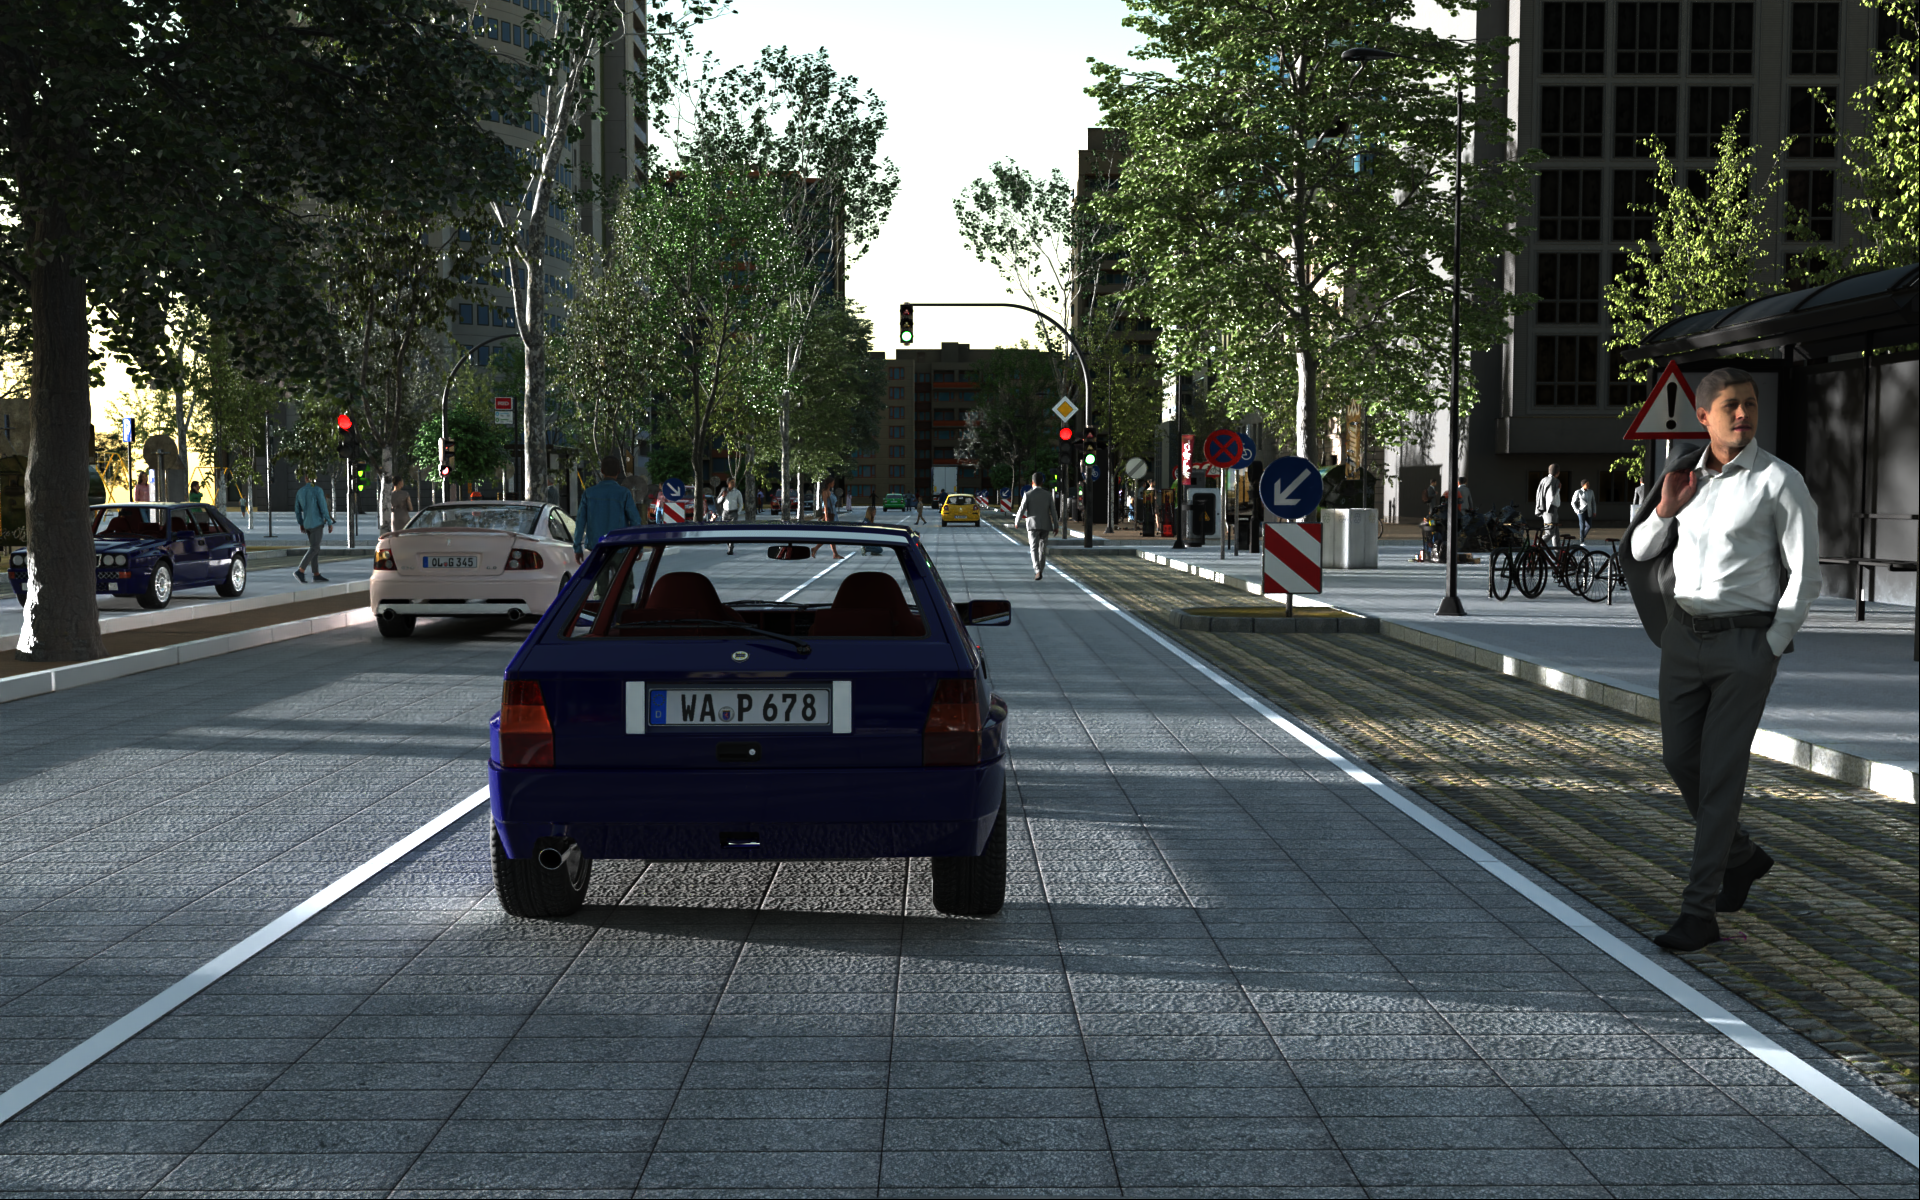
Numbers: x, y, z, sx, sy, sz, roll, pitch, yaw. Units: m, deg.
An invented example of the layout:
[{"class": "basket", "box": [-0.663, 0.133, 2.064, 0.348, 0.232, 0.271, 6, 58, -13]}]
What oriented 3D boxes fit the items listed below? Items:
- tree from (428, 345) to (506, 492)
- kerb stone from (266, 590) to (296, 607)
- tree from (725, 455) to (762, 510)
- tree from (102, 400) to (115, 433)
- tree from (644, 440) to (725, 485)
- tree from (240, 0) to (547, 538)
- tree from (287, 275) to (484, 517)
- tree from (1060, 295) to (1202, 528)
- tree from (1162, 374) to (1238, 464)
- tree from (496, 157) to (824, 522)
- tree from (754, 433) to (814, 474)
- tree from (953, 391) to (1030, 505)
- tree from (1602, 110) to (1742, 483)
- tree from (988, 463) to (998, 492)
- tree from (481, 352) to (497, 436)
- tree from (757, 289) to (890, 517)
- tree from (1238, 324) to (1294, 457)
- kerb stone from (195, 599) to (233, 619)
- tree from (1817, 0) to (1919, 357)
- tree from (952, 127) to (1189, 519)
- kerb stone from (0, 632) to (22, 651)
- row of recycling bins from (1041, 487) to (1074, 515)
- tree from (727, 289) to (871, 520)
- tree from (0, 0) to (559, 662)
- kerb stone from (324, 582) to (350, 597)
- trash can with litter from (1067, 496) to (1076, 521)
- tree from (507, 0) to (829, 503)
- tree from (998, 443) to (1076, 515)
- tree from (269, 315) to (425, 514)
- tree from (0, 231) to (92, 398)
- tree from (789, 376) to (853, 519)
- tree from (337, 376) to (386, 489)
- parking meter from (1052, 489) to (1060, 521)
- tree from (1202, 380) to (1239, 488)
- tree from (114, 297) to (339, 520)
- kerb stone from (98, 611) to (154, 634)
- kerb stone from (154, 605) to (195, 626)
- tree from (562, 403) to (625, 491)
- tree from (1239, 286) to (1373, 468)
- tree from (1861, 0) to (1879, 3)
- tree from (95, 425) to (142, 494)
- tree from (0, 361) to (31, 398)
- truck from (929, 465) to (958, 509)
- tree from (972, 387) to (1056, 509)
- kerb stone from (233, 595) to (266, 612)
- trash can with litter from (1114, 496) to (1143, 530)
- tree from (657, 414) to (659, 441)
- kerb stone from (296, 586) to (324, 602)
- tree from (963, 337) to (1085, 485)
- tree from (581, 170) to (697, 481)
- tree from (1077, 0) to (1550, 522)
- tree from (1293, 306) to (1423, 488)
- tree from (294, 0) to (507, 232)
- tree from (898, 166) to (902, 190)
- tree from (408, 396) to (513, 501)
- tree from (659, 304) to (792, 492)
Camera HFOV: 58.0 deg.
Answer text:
[{"class": "tree", "box": [-23.837, -8.233, 84.967, 4.737, 8.622, 4.395, 0, 3, 0]}, {"class": "kerb stone", "box": [-8.814, -0.003, 22.260, 0.120, 0.150, 1.000, 0, 4, -1]}, {"class": "tree", "box": [-17.901, -9.784, 143.684, 4.285, 4.588, 4.351, 0, 3, 0]}, {"class": "tree", "box": [-40.900, -8.426, 88.135, 4.737, 8.622, 4.395, 0, 3, 0]}, {"class": "tree", "box": [-17.580, -7.444, 105.429, 4.285, 4.588, 4.351, 0, 3, 0]}, {"class": "tree", "box": [-7.323, -4.235, 22.057, 4.360, 8.622, 3.978, 0, 3, 0]}, {"class": "tree", "box": [-31.403, -11.299, 95.108, 12.009, 13.543, 11.850, 0, 3, 0]}, {"class": "tree", "box": [5.932, -6.998, 64.772, 4.737, 8.622, 4.395, 0, 3, 0]}, {"class": "tree", "box": [14.536, -9.320, 102.749, 4.360, 8.622, 3.978, 0, 3, 0]}, {"class": "tree", "box": [-7.941, -7.615, 52.720, 9.928, 11.665, 9.643, 0, 3, 0]}, {"class": "tree", "box": [-18.696, -15.402, 186.233, 7.601, 10.594, 8.767, 2, 4, 33]}, {"class": "tree", "box": [4.462, -17.762, 200.780, 12.009, 13.543, 11.850, 0, 3, 0]}, {"class": "tree", "box": [14.534, -5.125, 34.161, 4.737, 8.622, 4.395, 0, 3, 0]}, {"class": "tree", "box": [4.084, -10.722, 159.023, 4.285, 4.588, 4.351, 0, 3, 0]}, {"class": "tree", "box": [-25.797, -11.138, 107.856, 9.928, 11.665, 9.643, 0, 3, 0]}, {"class": "tree", "box": [-8.751, -12.164, 107.996, 9.857, 13.997, 8.962, 0, 3, 0]}, {"class": "tree", "box": [14.289, -7.469, 72.476, 4.360, 8.622, 3.978, 0, 3, 0]}, {"class": "kerb stone", "box": [-8.783, 0.121, 20.213, 0.120, 0.150, 1.000, 0, 4, -1]}, {"class": "tree", "box": [15.449, -4.744, 27.927, 4.737, 8.622, 4.395, 0, 3, 0]}, {"class": "tree", "box": [6.731, -14.177, 87.682, 12.611, 20.169, 13.585, 0, 3, 0]}, {"class": "kerb stone", "box": [-8.746, 0.385, 16.126, 0.120, 0.150, 1.000, 0, 4, -1]}, {"class": "row of recycling bins", "box": [6.336, -5.931, 104.082, 3.534, 1.692, 1.069, 0, 3, 0]}, {"class": "tree", "box": [-8.768, -10.620, 94.216, 7.486, 12.596, 7.792, 0, 3, 0]}, {"class": "tree", "box": [-7.815, -6.458, 14.695, 9.857, 13.997, 8.962, 0, 3, 0]}, {"class": "kerb stone", "box": [-8.834, -0.130, 24.314, 0.120, 0.150, 1.000, 0, 4, -1]}, {"class": "trash can with litter", "box": [5.753, -4.444, 83.724, 2.233, 1.210, 1.678, 1, 4, 21]}, {"class": "tree", "box": [-9.552, -12.888, 69.058, 12.611, 20.169, 13.585, 0, 3, 0]}, {"class": "tree", "box": [5.550, -7.585, 107.725, 4.285, 4.588, 4.351, 0, 3, 0]}, {"class": "tree", "box": [-38.342, -11.782, 109.647, 9.611, 12.733, 9.660, 0, 3, 0]}, {"class": "tree", "box": [-32.338, -7.458, 56.357, 8.767, 10.594, 7.601, 1, 4, 9]}, {"class": "tree", "box": [-8.445, -9.023, 100.351, 4.360, 8.622, 3.978, 0, 3, 0]}, {"class": "tree", "box": [-30.603, -8.231, 84.933, 4.737, 8.622, 4.395, 0, 3, 0]}, {"class": "parking meter", "box": [4.546, -4.488, 81.785, 0.372, 1.533, 0.369, 0, 3, 0]}, {"class": "tree", "box": [15.746, -9.626, 107.746, 4.737, 8.622, 4.395, 0, 3, 0]}, {"class": "tree", "box": [-23.679, -6.464, 56.052, 4.737, 8.622, 4.395, 0, 3, 0]}, {"class": "kerb stone", "box": [-8.769, 0.246, 18.169, 0.120, 0.150, 1.000, 0, 4, -1]}, {"class": "kerb stone", "box": [-8.780, 0.184, 19.191, 0.120, 0.150, 1.000, 0, 4, -1]}, {"class": "tree", "box": [-24.764, -10.263, 118.164, 4.737, 8.622, 4.395, 0, 3, 0]}, {"class": "tree", "box": [12.275, -6.736, 60.500, 4.737, 8.622, 4.395, 0, 3, 0]}, {"class": "tree", "box": [12.361, -4.263, 20.068, 4.737, 8.622, 4.395, 0, 3, 0]}, {"class": "tree", "box": [-66.554, -9.394, 116.501, 20.602, 7.101, 11.467, -2, 4, -29]}, {"class": "tree", "box": [-43.824, -7.823, 78.265, 4.737, 8.622, 4.395, 0, 3, 0]}, {"class": "truck", "box": [-1.585, -11.075, 169.995, 2.839, 4.237, 11.283, 0, 4, -2]}, {"class": "tree", "box": [4.710, -12.913, 145.533, 7.601, 10.594, 8.767, 0, 4, 4]}, {"class": "kerb stone", "box": [-8.796, 0.059, 21.239, 0.120, 0.150, 1.000, 0, 4, -1]}, {"class": "trash can with litter", "box": [6.120, -3.133, 62.283, 2.233, 1.210, 1.678, -2, 4, -28]}, {"class": "tree", "box": [-17.945, -10.049, 114.669, 4.737, 8.622, 4.395, 0, 3, 0]}, {"class": "kerb stone", "box": [-8.820, -0.067, 23.288, 0.120, 0.150, 1.000, 0, 4, -1]}, {"class": "tree", "box": [4.361, -11.656, 116.331, 9.928, 11.665, 9.643, 0, 3, 0]}, {"class": "tree", "box": [-8.061, -5.292, 39.350, 4.360, 8.622, 3.978, 0, 3, 0]}, {"class": "tree", "box": [5.305, -6.729, 28.146, 7.486, 12.596, 7.792, 0, 3, 0]}, {"class": "tree", "box": [15.582, -7.154, 67.331, 4.360, 8.622, 3.978, 0, 3, 0]}, {"class": "tree", "box": [-8.594, -10.525, 30.423, 12.611, 20.169, 13.585, 0, 3, 0]}, {"class": "tree", "box": [-9.487, -13.704, 82.414, 12.611, 20.169, 13.585, 0, 3, 0]}, {"class": "tree", "box": [-16.831, -4.548, 58.074, 4.285, 4.588, 4.351, 0, 3, 0]}, {"class": "tree", "box": [-7.875, -6.596, 60.668, 4.737, 8.622, 4.395, 0, 3, 0]}]
